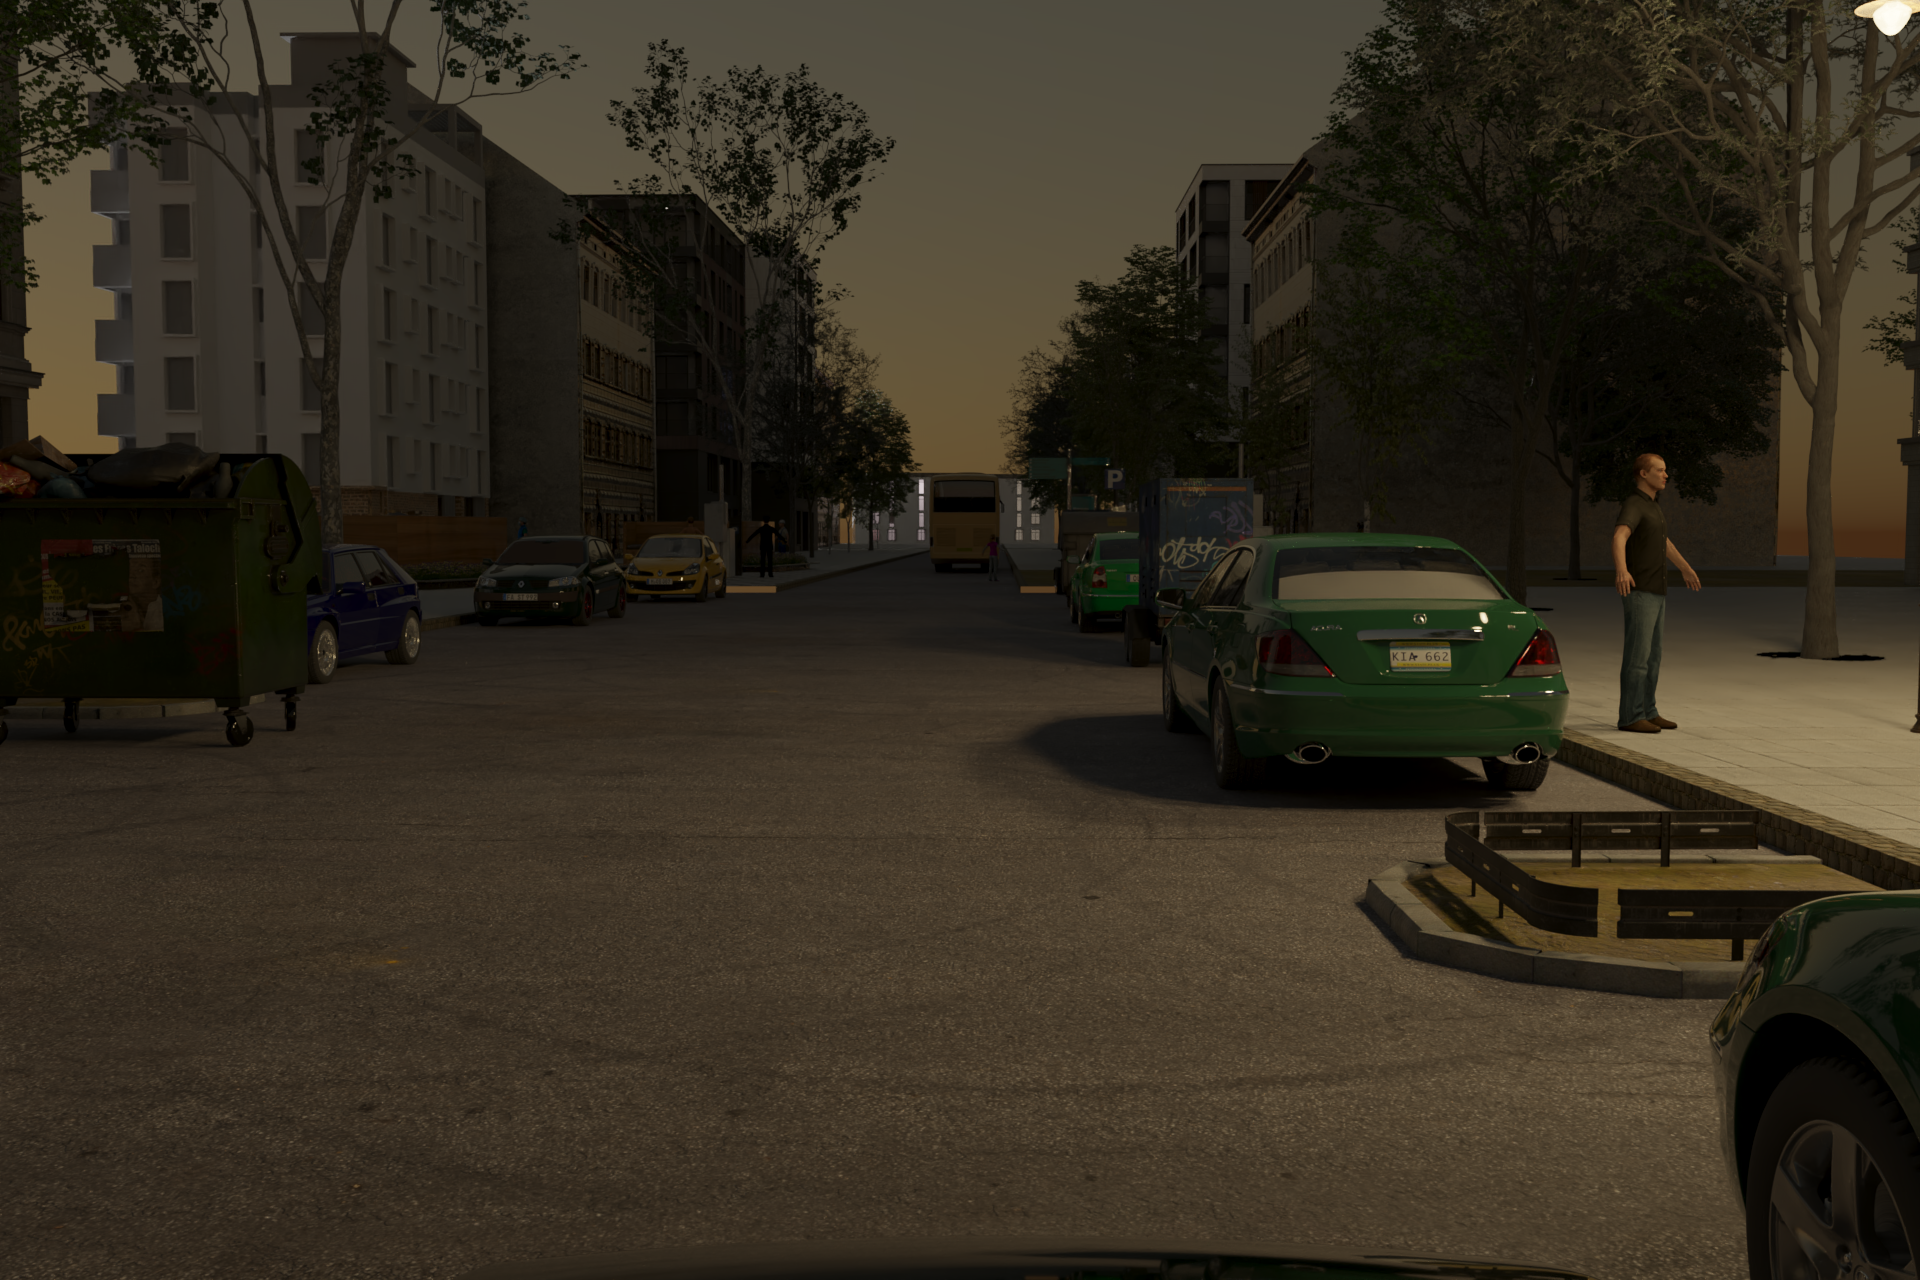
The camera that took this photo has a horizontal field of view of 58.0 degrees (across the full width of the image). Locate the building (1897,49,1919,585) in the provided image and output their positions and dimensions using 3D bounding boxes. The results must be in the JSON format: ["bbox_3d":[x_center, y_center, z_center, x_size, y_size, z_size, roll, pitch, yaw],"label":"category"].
[{"bbox_3d":[25.844,-11.320,31.755,8.464,21.280,15.925,0,4,1],"label":"building"}]

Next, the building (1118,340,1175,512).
[{"bbox_3d":[24.624,-18.287,165.442,16.747,18.905,31.486,0,4,1],"label":"building"}]

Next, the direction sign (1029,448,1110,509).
[{"bbox_3d":[3.396,-3.960,53.514,2.525,3.948,1.411,0,4,2],"label":"direction sign"}]

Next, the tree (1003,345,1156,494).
[{"bbox_3d":[7.857,-12.159,109.171,12.009,13.543,11.850,0,3,0],"label":"tree"}]

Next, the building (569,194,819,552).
[{"bbox_3d":[-25.734,-16.940,120.949,27.936,21.610,32.646,0,4,2],"label":"building"}]

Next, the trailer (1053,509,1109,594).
[{"bbox_3d":[3.007,-2.144,42.106,1.471,1.999,3.904,0,4,1],"label":"trailer"}]

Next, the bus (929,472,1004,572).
[{"bbox_3d":[0.303,-4.678,68.030,2.896,3.916,12.252,0,4,1],"label":"bus"}]

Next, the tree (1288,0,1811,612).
[{"bbox_3d":[9.531,-6.304,28.825,9.928,11.665,9.643,0,3,0],"label":"tree"}]

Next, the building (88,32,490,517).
[{"bbox_3d":[-26.995,-12.872,66.879,16.016,20.090,11.380,0,4,2],"label":"building"}]

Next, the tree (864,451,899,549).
[{"bbox_3d":[-6.876,-11.993,146.449,4.737,8.622,4.395,0,3,0],"label":"tree"}]

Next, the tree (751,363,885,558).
[{"bbox_3d":[-7.929,-9.753,93.876,8.767,10.594,7.601,1,4,12],"label":"tree"}]

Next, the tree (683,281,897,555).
[{"bbox_3d":[-8.150,-10.626,84.098,12.009,13.543,11.850,0,3,0],"label":"tree"}]

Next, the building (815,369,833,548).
[{"bbox_3d":[-22.485,-20.509,166.249,19.493,23.208,18.063,0,4,1],"label":"building"}]

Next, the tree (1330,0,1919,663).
[{"bbox_3d":[8.797,-6.557,17.583,12.009,13.543,11.850,0,3,0],"label":"tree"}]

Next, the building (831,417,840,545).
[{"bbox_3d":[-24.666,-23.240,210.902,19.493,23.208,18.063,0,4,1],"label":"building"}]

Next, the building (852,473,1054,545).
[{"bbox_3d":[-0.838,-17.904,237.334,28.070,9.664,9.099,0,4,-8],"label":"building"}]

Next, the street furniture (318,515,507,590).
[{"bbox_3d":[-14.306,-2.172,42.366,11.010,1.723,9.812,1,4,15],"label":"street furniture"}]

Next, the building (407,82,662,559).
[{"bbox_3d":[-26.884,-15.852,90.110,19.493,23.208,18.063,0,4,1],"label":"building"}]

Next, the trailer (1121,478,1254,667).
[{"bbox_3d":[2.565,-0.771,19.655,1.471,1.999,3.904,0,4,1],"label":"trailer"}]

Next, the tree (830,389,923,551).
[{"bbox_3d":[-6.566,-13.272,135.131,7.486,12.596,7.792,0,3,0],"label":"tree"}]

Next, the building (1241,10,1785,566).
[{"bbox_3d":[23.590,-15.096,77.752,19.493,23.208,18.063,0,4,2],"label":"building"}]

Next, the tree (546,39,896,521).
[{"bbox_3d":[-9.214,-12.934,67.363,12.611,20.169,13.585,0,3,0],"label":"tree"}]

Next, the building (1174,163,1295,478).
[{"bbox_3d":[27.591,-16.390,111.953,27.936,21.610,32.646,0,4,1],"label":"building"}]

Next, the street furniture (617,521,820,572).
[{"bbox_3d":[-7.949,-3.355,61.709,9.812,1.723,11.010,0,4,8],"label":"street furniture"}]

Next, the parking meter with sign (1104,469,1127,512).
[{"bbox_3d":[4.115,-3.015,45.552,0.543,3.016,1.738,0,4,2],"label":"parking meter with sign"}]

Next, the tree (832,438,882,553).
[{"bbox_3d":[-7.795,-10.394,120.310,4.360,8.622,3.978,0,3,0],"label":"tree"}]

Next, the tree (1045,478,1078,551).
[{"bbox_3d":[7.636,-10.981,129.900,4.737,8.622,4.395,0,3,0],"label":"tree"}]

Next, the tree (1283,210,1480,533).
[{"bbox_3d":[9.577,-5.456,39.564,4.737,8.622,4.395,0,3,0],"label":"tree"}]

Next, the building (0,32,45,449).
[{"bbox_3d":[-29.487,-10.744,25.627,10.553,20.879,40.483,0,4,2],"label":"building"}]

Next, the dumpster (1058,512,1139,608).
[{"bbox_3d":[2.832,-1.540,33.389,1.865,1.857,1.264,0,4,1],"label":"dumpster"}]

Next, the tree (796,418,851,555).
[{"bbox_3d":[-8.401,-9.661,108.324,4.737,8.622,4.395,0,3,0],"label":"tree"}]
